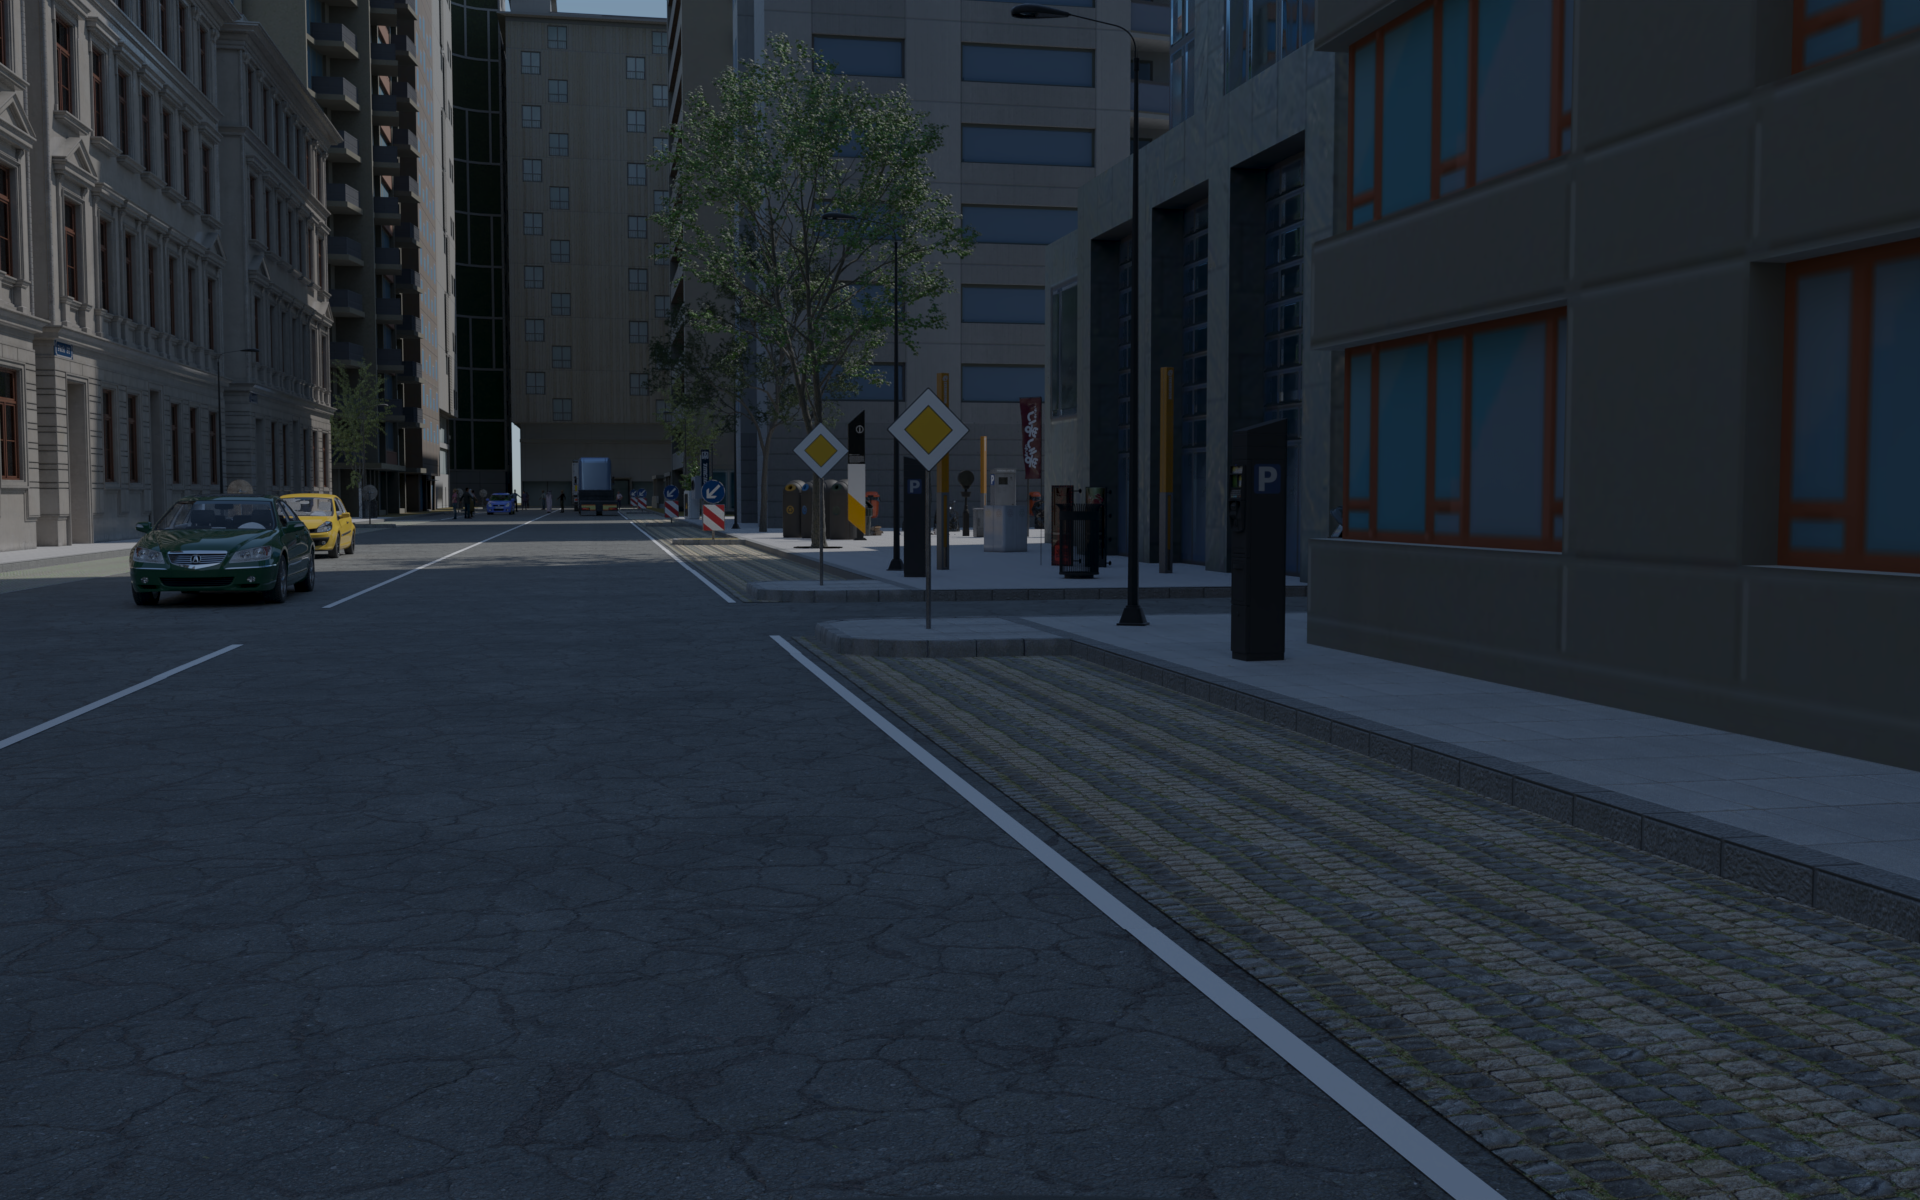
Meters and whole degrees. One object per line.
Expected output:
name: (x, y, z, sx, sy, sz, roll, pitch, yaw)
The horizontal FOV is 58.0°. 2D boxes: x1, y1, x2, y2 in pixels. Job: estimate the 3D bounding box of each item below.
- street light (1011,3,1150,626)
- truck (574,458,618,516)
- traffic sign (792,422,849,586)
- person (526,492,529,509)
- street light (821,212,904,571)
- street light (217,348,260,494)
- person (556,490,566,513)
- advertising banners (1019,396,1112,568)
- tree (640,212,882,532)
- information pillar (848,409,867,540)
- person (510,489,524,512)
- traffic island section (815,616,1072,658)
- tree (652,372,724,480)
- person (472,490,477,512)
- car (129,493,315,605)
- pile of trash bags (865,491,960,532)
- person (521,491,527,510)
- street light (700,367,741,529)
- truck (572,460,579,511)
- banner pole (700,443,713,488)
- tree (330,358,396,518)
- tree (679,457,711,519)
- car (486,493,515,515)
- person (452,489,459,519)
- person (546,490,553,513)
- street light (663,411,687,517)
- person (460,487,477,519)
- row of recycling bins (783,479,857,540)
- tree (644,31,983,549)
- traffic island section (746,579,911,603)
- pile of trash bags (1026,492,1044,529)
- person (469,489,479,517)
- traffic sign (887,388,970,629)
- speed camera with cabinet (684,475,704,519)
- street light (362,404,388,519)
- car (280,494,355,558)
street light: (1.165, -2.700, 16.690, 1.470, 5.913, 1.316, -1, 4, -12)
truck: (-25.645, -8.098, 122.153, 2.967, 4.110, 18.799, -1, 4, -13)
traffic sign: (-1.947, -1.260, 24.245, 0.795, 2.450, 0.064, -1, 4, -12)
person: (-42.812, -9.867, 171.293, 0.415, 1.643, 0.593, -1, 4, -17)
street light: (-1.594, -3.441, 28.810, 1.470, 5.913, 1.316, -1, 4, -12)
street light: (-23.013, -5.058, 55.234, 1.470, 5.913, 1.316, -1, 4, -12)
person: (-30.526, -7.557, 132.584, 0.721, 1.766, 1.217, 1, 4, 19)
advertising banners: (1.845, -2.115, 30.767, 2.074, 3.025, 0.090, 3, 5, 42)
tree: (-6.689, -7.551, 57.873, 8.767, 10.594, 7.601, 0, 4, 1)
information pillar: (-2.846, -3.456, 47.858, 0.504, 3.616, 0.183, -1, 4, -15)
person: (-35.879, -8.026, 139.718, 1.348, 1.826, 0.705, -2, 4, -35)
traffic island section: (-0.282, 0.353, 16.512, 2.009, 0.180, 2.903, -1, 4, -12)
tree: (-16.044, -9.321, 102.755, 4.737, 8.622, 4.395, 0, 3, 0)
person: (-36.593, -7.418, 130.486, 0.721, 1.736, 1.217, -3, 4, -36)
car: (-10.101, -0.744, 23.957, 2.131, 1.459, 4.920, -1, 4, -13)
pile of trash bags: (-1.663, -3.055, 59.704, 3.447, 1.369, 1.912, 0, 4, 6)
person: (-39.109, -8.934, 155.483, 0.541, 1.710, 0.530, 0, 4, -8)
street light: (-8.786, -5.563, 63.499, 1.470, 5.913, 1.316, -1, 4, -12)
truck: (-31.676, -9.706, 147.602, 2.839, 4.237, 11.283, -1, 4, -12)
banner pole: (-12.374, -5.815, 85.100, 0.863, 3.779, 0.401, 2, 4, 24)
tree: (-32.357, -8.696, 92.535, 4.737, 8.622, 4.395, 0, 3, 0)
tree: (-13.861, -5.863, 90.464, 1.663, 3.219, 1.824, 0, 3, 0)
car: (-31.901, -6.773, 120.332, 1.945, 1.707, 3.694, -1, 4, -10)
person: (-28.773, -5.451, 98.348, 0.721, 1.743, 1.217, -1, 4, -14)
person: (-30.643, -7.348, 129.311, 0.551, 1.740, 0.621, 0, 4, -2)
street light: (-15.991, -7.647, 97.565, 1.470, 5.913, 1.316, -1, 4, -12)
person: (-28.666, -5.645, 100.825, 1.348, 1.821, 0.705, 2, 4, 29)
row of recycling bins: (-3.990, -2.618, 49.920, 1.069, 1.692, 3.534, -2, 4, -35)
tree: (-3.504, -7.018, 40.499, 9.928, 11.665, 9.643, 0, 3, 0)
traffic island section: (-1.925, -0.125, 24.327, 2.009, 0.180, 2.903, -1, 4, -12)
pile of trash bags: (3.461, -3.320, 64.034, 1.912, 1.369, 3.447, -2, 4, -29)
person: (-30.052, -5.955, 106.597, 0.721, 1.736, 1.217, 1, 4, 22)
traffic sign: (-0.303, -0.782, 16.431, 0.795, 2.450, 0.064, -1, 4, -12)
speed camera with cabinet: (-13.501, -5.733, 88.068, 0.660, 3.252, 2.038, -2, 4, -24)
street light: (-30.199, -7.148, 89.412, 1.470, 5.913, 1.316, -1, 4, -12)
car: (-14.941, -1.798, 39.624, 2.015, 1.641, 3.980, -1, 4, -12)
